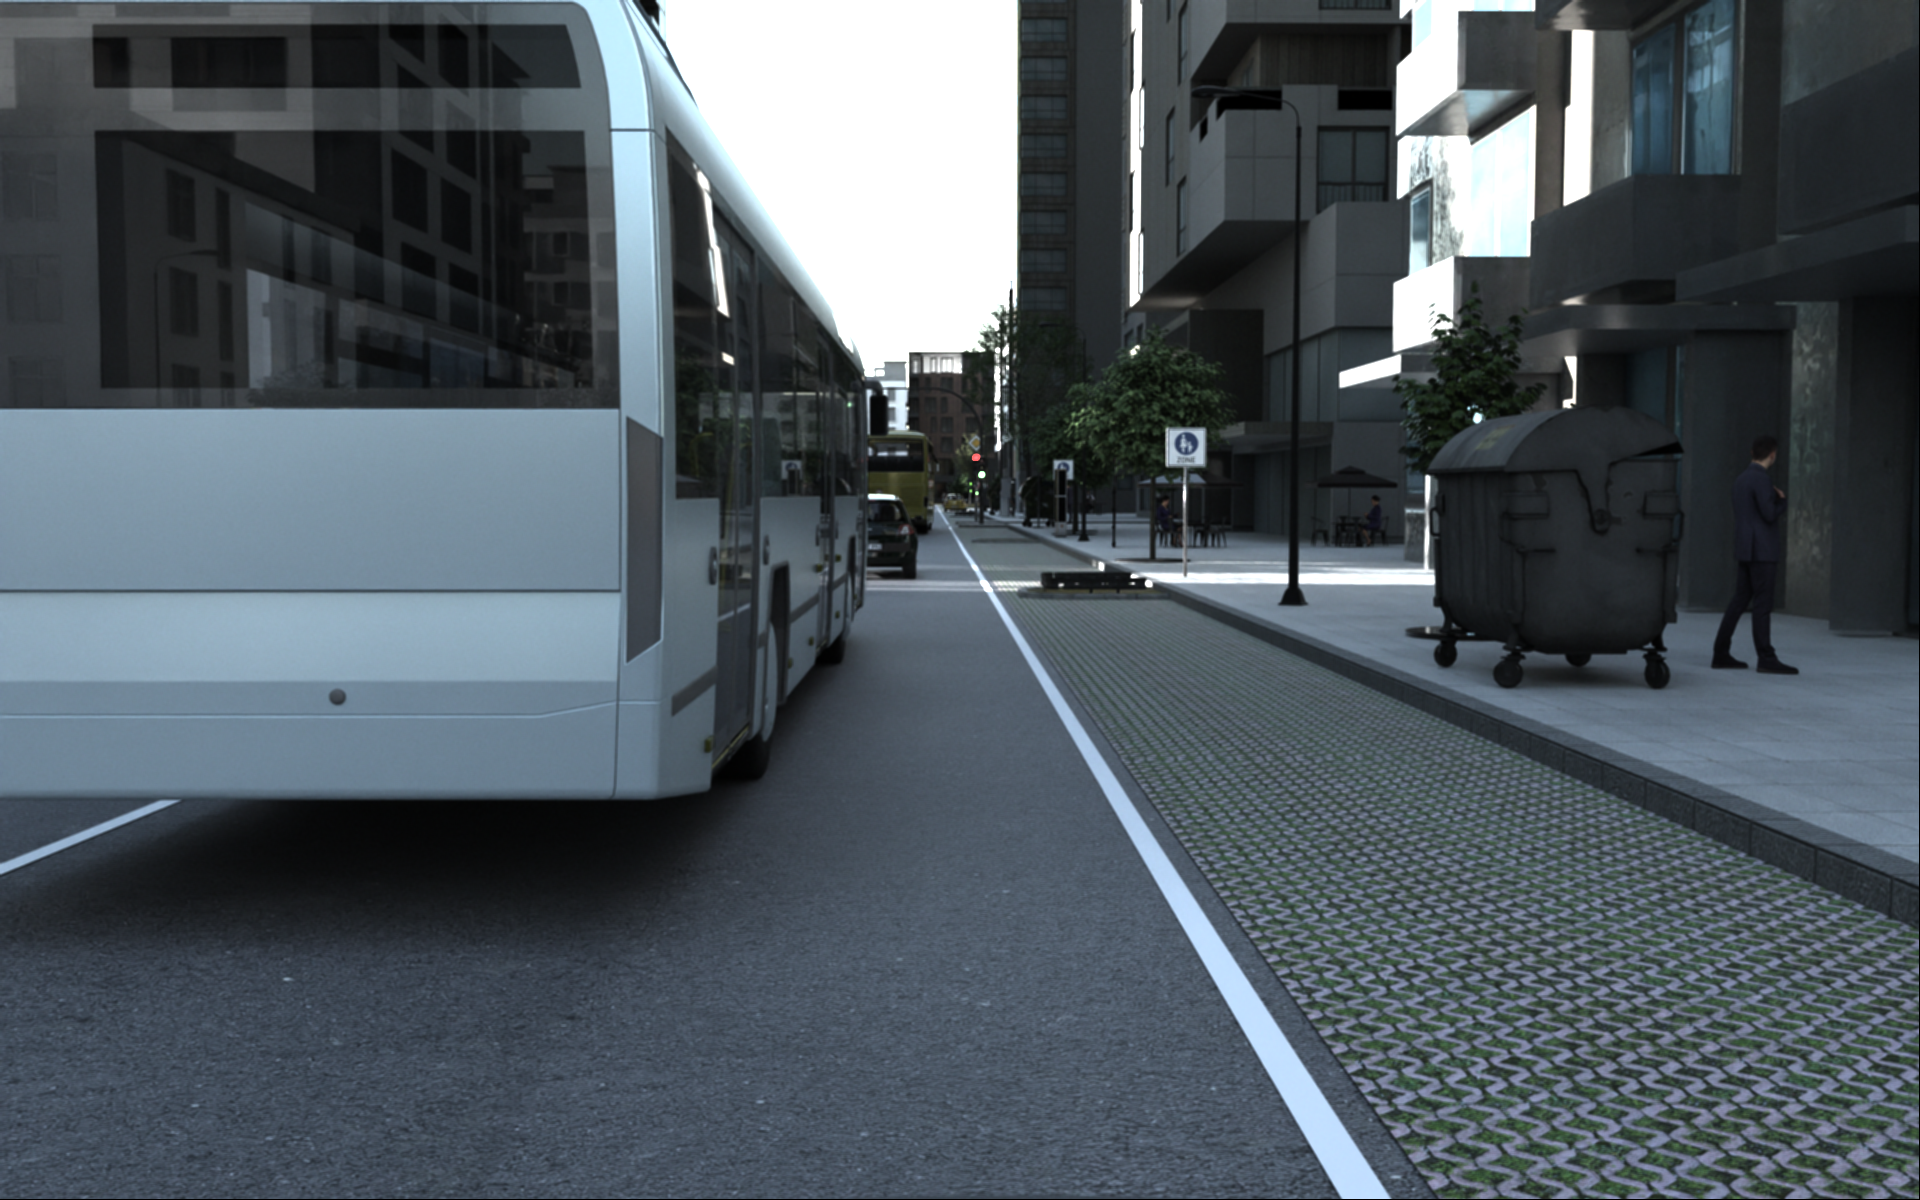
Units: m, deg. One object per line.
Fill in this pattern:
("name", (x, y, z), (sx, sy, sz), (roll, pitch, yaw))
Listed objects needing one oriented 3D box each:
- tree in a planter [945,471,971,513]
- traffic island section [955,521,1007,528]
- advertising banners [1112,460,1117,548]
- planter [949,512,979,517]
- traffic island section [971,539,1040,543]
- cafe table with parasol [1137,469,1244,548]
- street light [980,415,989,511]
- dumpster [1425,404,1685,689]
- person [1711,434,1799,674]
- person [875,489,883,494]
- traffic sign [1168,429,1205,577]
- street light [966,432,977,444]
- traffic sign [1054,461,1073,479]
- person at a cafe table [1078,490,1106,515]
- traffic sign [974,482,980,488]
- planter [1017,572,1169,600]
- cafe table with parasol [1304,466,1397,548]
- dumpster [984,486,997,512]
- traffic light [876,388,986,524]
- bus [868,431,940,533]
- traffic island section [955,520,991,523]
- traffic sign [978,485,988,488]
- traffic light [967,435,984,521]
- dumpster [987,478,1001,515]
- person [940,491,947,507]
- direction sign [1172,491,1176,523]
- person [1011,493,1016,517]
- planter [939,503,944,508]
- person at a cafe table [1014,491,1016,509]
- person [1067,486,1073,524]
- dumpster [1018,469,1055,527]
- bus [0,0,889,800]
("tree in a planter", (-0.134, -8.364, 133.980), (1.991, 3.239, 1.994), (0, 4, -1))
("traffic island section", (0.934, -3.174, 74.172), (2.009, 0.180, 2.903), (0, 4, -1))
("advertising banners", (3.768, -2.814, 42.199), (0.090, 3.025, 2.074), (0, 4, 6))
("planter", (0.336, -5.259, 107.130), (1.991, 0.319, 1.994), (0, 4, -1))
("traffic island section", (1.339, -1.738, 51.290), (1.991, 0.108, 1.994), (0, 4, -1))
("cafe table with parasol", (5.542, -2.247, 41.605), (2.610, 1.966, 2.610), (0, 4, 3))
("street light", (1.894, -7.880, 101.373), (1.470, 5.913, 1.316), (0, 4, -1))
("dumpster", (4.119, -0.387, 12.089), (1.264, 1.857, 1.865), (0, 4, -1))
("person", (5.760, -0.340, 12.515), (0.530, 1.710, 0.541), (1, 4, 14))
("person", (-1.936, -2.013, 43.617), (0.471, 1.553, 0.569), (-3, 5, -41))
("traffic sign", (3.484, -1.505, 26.744), (0.606, 2.300, 0.079), (0, 4, 0))
("street light", (1.373, -9.548, 128.647), (1.470, 5.913, 1.316), (0, 4, -1))
("traffic sign", (3.089, -3.035, 51.755), (0.606, 2.300, 0.079), (1, 4, 8))
("person at a cafe table", (7.795, -5.862, 104.351), (1.698, 1.524, 1.622), (-1, 4, -10))
("traffic sign", (1.389, -9.242, 151.206), (0.768, 2.556, 0.104), (0, 4, 4))
("planter", (1.813, -0.192, 24.277), (1.991, 0.319, 1.994), (0, 4, -1))
("cafe table with parasol", (9.461, -2.277, 42.089), (2.610, 1.966, 2.610), (-2, 4, -32))
("dumpster", (2.180, -7.385, 126.504), (1.264, 1.857, 1.865), (0, 4, -1))
("traffic light", (-1.196, -6.068, 73.879), (4.771, 5.953, 1.251), (0, 4, -1))
("bus", (-2.333, -4.572, 66.297), (2.896, 3.916, 12.252), (0, 4, 0))
("traffic island section", (0.792, -3.662, 82.156), (2.009, 0.180, 2.903), (0, 4, -1))
("traffic sign", (1.962, -8.766, 143.325), (0.884, 2.594, 0.081), (0, 4, 2))
("traffic light", (0.751, -5.695, 82.041), (0.839, 4.253, 0.868), (0, 4, -1))
("dumpster", (2.416, -6.310, 105.668), (1.502, 2.255, 1.985), (0, 4, -1))
("person", (-1.821, -11.284, 192.992), (0.705, 1.824, 1.348), (-2, 4, -32))
("direction sign", (9.130, -5.035, 74.326), (0.379, 3.537, 0.876), (1, 4, 14))
("person", (2.970, -5.236, 95.560), (0.340, 1.345, 0.435), (0, 4, -5))
("planter", (-1.527, -11.663, 211.836), (1.991, 0.319, 1.994), (0, 4, -1))
("person at a cafe table", (5.265, -7.922, 138.044), (1.698, 1.524, 1.622), (-1, 4, -11))
("person", (4.513, -4.127, 73.972), (0.568, 1.767, 0.683), (2, 4, 32))
("dumpster", (3.081, -3.987, 67.688), (1.502, 2.255, 1.985), (0, 4, -1))
("bus", (-2.193, -1.039, 11.844), (2.948, 3.499, 13.247), (0, 3, 0))
